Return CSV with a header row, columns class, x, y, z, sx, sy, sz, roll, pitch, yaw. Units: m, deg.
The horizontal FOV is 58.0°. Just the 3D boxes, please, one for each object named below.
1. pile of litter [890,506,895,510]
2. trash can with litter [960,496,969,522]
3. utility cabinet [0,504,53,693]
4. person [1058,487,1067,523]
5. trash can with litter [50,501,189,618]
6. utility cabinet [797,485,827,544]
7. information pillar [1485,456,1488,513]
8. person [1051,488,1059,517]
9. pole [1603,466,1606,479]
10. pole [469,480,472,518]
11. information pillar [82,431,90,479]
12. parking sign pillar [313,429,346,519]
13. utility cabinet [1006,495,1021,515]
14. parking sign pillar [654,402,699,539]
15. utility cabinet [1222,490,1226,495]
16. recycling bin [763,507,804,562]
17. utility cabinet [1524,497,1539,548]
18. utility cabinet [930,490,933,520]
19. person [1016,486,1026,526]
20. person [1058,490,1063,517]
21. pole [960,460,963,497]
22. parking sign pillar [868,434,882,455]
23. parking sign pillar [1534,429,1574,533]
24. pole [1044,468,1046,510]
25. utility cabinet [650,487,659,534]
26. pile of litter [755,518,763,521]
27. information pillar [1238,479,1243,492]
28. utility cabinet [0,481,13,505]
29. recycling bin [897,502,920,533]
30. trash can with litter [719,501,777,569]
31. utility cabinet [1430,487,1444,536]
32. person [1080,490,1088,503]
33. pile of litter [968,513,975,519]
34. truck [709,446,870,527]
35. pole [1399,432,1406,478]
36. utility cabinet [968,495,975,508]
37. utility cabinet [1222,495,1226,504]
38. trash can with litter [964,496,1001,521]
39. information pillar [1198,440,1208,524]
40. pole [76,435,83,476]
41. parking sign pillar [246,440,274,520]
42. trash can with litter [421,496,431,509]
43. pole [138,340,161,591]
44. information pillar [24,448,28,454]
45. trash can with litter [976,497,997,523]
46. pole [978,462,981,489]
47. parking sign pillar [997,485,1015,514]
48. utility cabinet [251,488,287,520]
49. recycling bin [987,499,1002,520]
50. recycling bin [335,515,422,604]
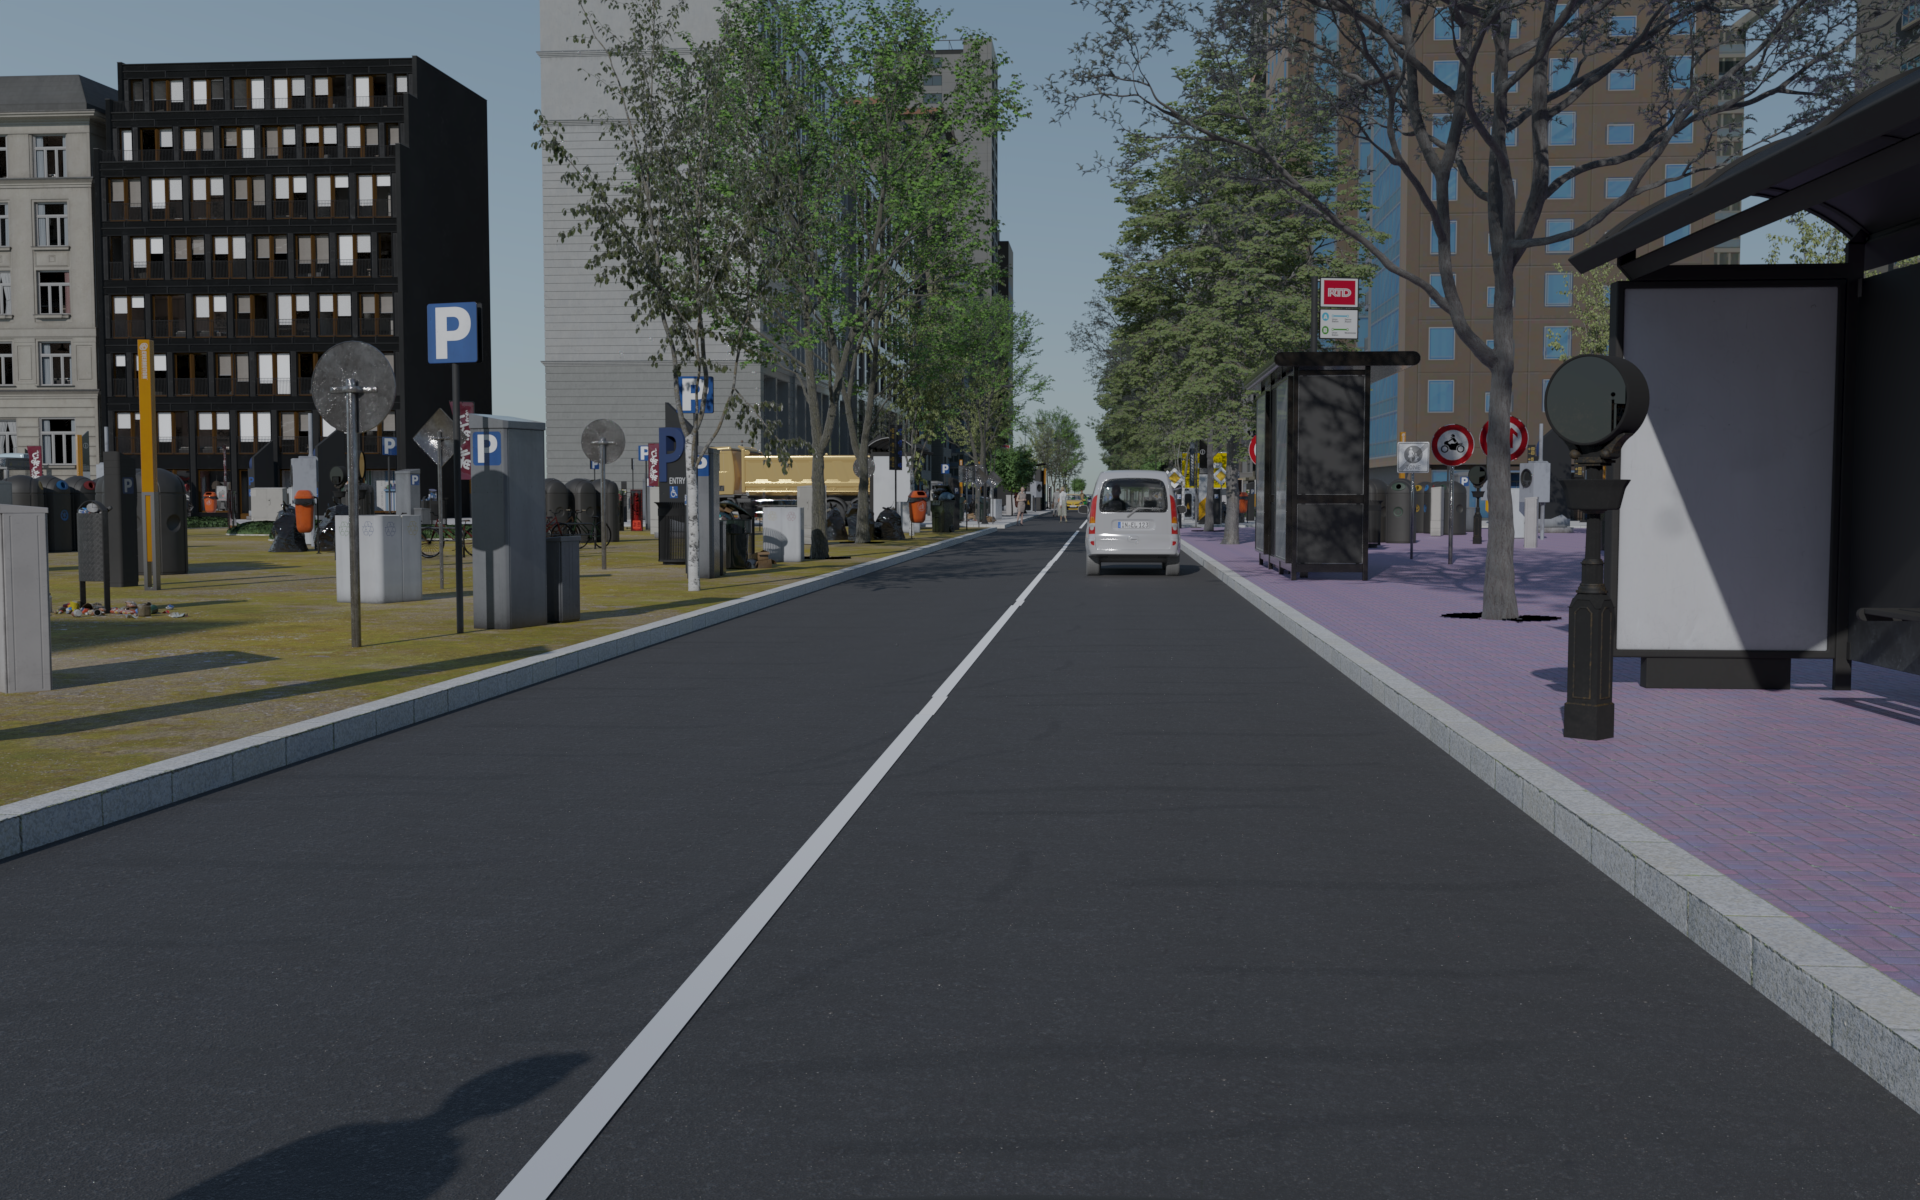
class,x,y,z,sx,sy,sz,roll,pitch,yaw
pile of litter,-2.545,-2.825,60.160,1.176,0.858,1.719,-2,4,-28
trash can with litter,-0.081,-4.178,79.698,0.624,1.170,1.055,1,4,20
utility cabinet,-6.379,-0.025,11.567,0.306,1.237,1.020,-3,5,-44
person,5.162,-4.750,86.395,0.478,1.798,0.641,-1,4,-19
trash can with litter,-9.110,-0.450,18.414,2.233,1.210,1.678,2,4,35
utility cabinet,-3.759,-2.146,43.763,0.318,1.500,1.173,-2,4,-29
information pillar,23.144,-5.142,75.422,0.504,3.616,0.183,-1,4,-17
person,6.178,-6.243,110.689,0.709,1.813,0.853,1,4,15
pole,20.351,-3.728,54.799,0.158,3.312,0.155,0,3,0
pole,-26.689,-6.158,94.527,0.158,3.312,0.155,0,3,0
information pillar,-32.324,-4.438,63.923,0.183,3.616,0.504,2,4,29
parking sign pillar,-24.333,-4.785,66.709,1.447,3.967,1.447,2,4,30
utility cabinet,3.406,-5.929,108.097,1.020,1.237,0.306,1,4,14
parking sign pillar,-8.189,-3.789,50.417,1.447,3.967,1.447,3,5,39
utility cabinet,12.872,-4.664,84.929,0.318,1.500,1.173,3,5,39
recycling bin,-3.353,-1.247,32.942,0.722,1.027,0.722,0,4,0
utility cabinet,13.759,-1.869,41.727,0.306,1.237,1.020,1,4,20
utility cabinet,-1.292,-4.613,84.094,0.318,1.500,1.173,0,4,-2
person,2.779,-4.233,78.045,0.599,1.781,0.374,-2,4,-33
person,6.359,-6.085,108.998,0.512,1.701,0.522,3,5,41
pole,0.070,-6.693,103.269,0.158,3.312,0.155,0,3,0
parking sign pillar,-4.089,-5.458,77.706,1.447,3.967,1.447,1,4,16
parking sign pillar,19.673,-4.224,57.529,1.447,3.967,1.447,-2,4,-26
pole,6.750,-8.812,137.921,0.158,3.312,0.155,0,3,0
utility cabinet,-9.207,-2.783,54.174,1.173,1.500,0.318,3,5,43
pile of litter,-9.290,-4.323,84.650,1.719,0.858,1.176,-1,4,-18
information pillar,13.494,-4.858,83.918,0.304,2.012,0.304,-1,4,-13
utility cabinet,-15.974,-1.191,28.158,1.173,1.500,0.318,1,4,15
recycling bin,-1.727,-2.763,57.732,0.722,1.027,0.722,-1,4,-9
trash can with litter,-3.721,-1.127,29.806,1.055,1.170,0.624,-3,5,-44
utility cabinet,14.574,-2.706,52.921,0.318,1.500,1.173,1,4,20
person,11.572,-9.547,164.693,1.348,1.812,0.705,2,4,33
pile of litter,0.825,-4.616,89.439,1.719,0.858,1.176,-2,4,-27
truck,-7.381,-4.564,70.543,9.791,3.379,3.469,0,4,5
pole,14.548,-3.864,57.025,0.158,3.312,0.155,0,3,0
utility cabinet,1.034,-7.631,135.931,1.020,1.237,0.306,-3,5,-42
utility cabinet,12.419,-4.276,81.070,1.020,1.237,0.306,1,4,13
trash can with litter,0.822,-4.375,82.581,2.233,1.210,1.678,0,4,5
information pillar,10.333,-5.007,73.218,0.504,3.616,0.183,1,4,14
pole,-30.255,-4.019,59.560,0.158,3.312,0.155,0,3,0
parking sign pillar,-34.682,-5.962,85.950,1.447,3.967,1.447,1,4,23
trash can with litter,-16.825,-2.702,55.241,1.678,1.210,2.233,0,4,-2
pole,-10.773,-1.784,23.011,0.158,3.312,0.155,0,3,0
information pillar,-47.603,-5.954,88.703,0.504,3.616,0.183,-3,5,-44
trash can with litter,1.215,-4.101,78.434,1.055,1.170,0.624,3,5,42
pole,1.224,-7.059,109.265,0.158,3.312,0.155,0,3,0
parking sign pillar,3.119,-7.698,114.335,1.447,3.967,1.447,2,4,32
utility cabinet,-23.924,-3.137,59.970,1.173,1.500,0.318,1,4,9
recycling bin,1.628,-4.542,86.813,0.722,1.027,0.722,2,4,30
recycling bin,-6.929,-0.496,20.661,0.722,1.027,0.722,2,4,25
